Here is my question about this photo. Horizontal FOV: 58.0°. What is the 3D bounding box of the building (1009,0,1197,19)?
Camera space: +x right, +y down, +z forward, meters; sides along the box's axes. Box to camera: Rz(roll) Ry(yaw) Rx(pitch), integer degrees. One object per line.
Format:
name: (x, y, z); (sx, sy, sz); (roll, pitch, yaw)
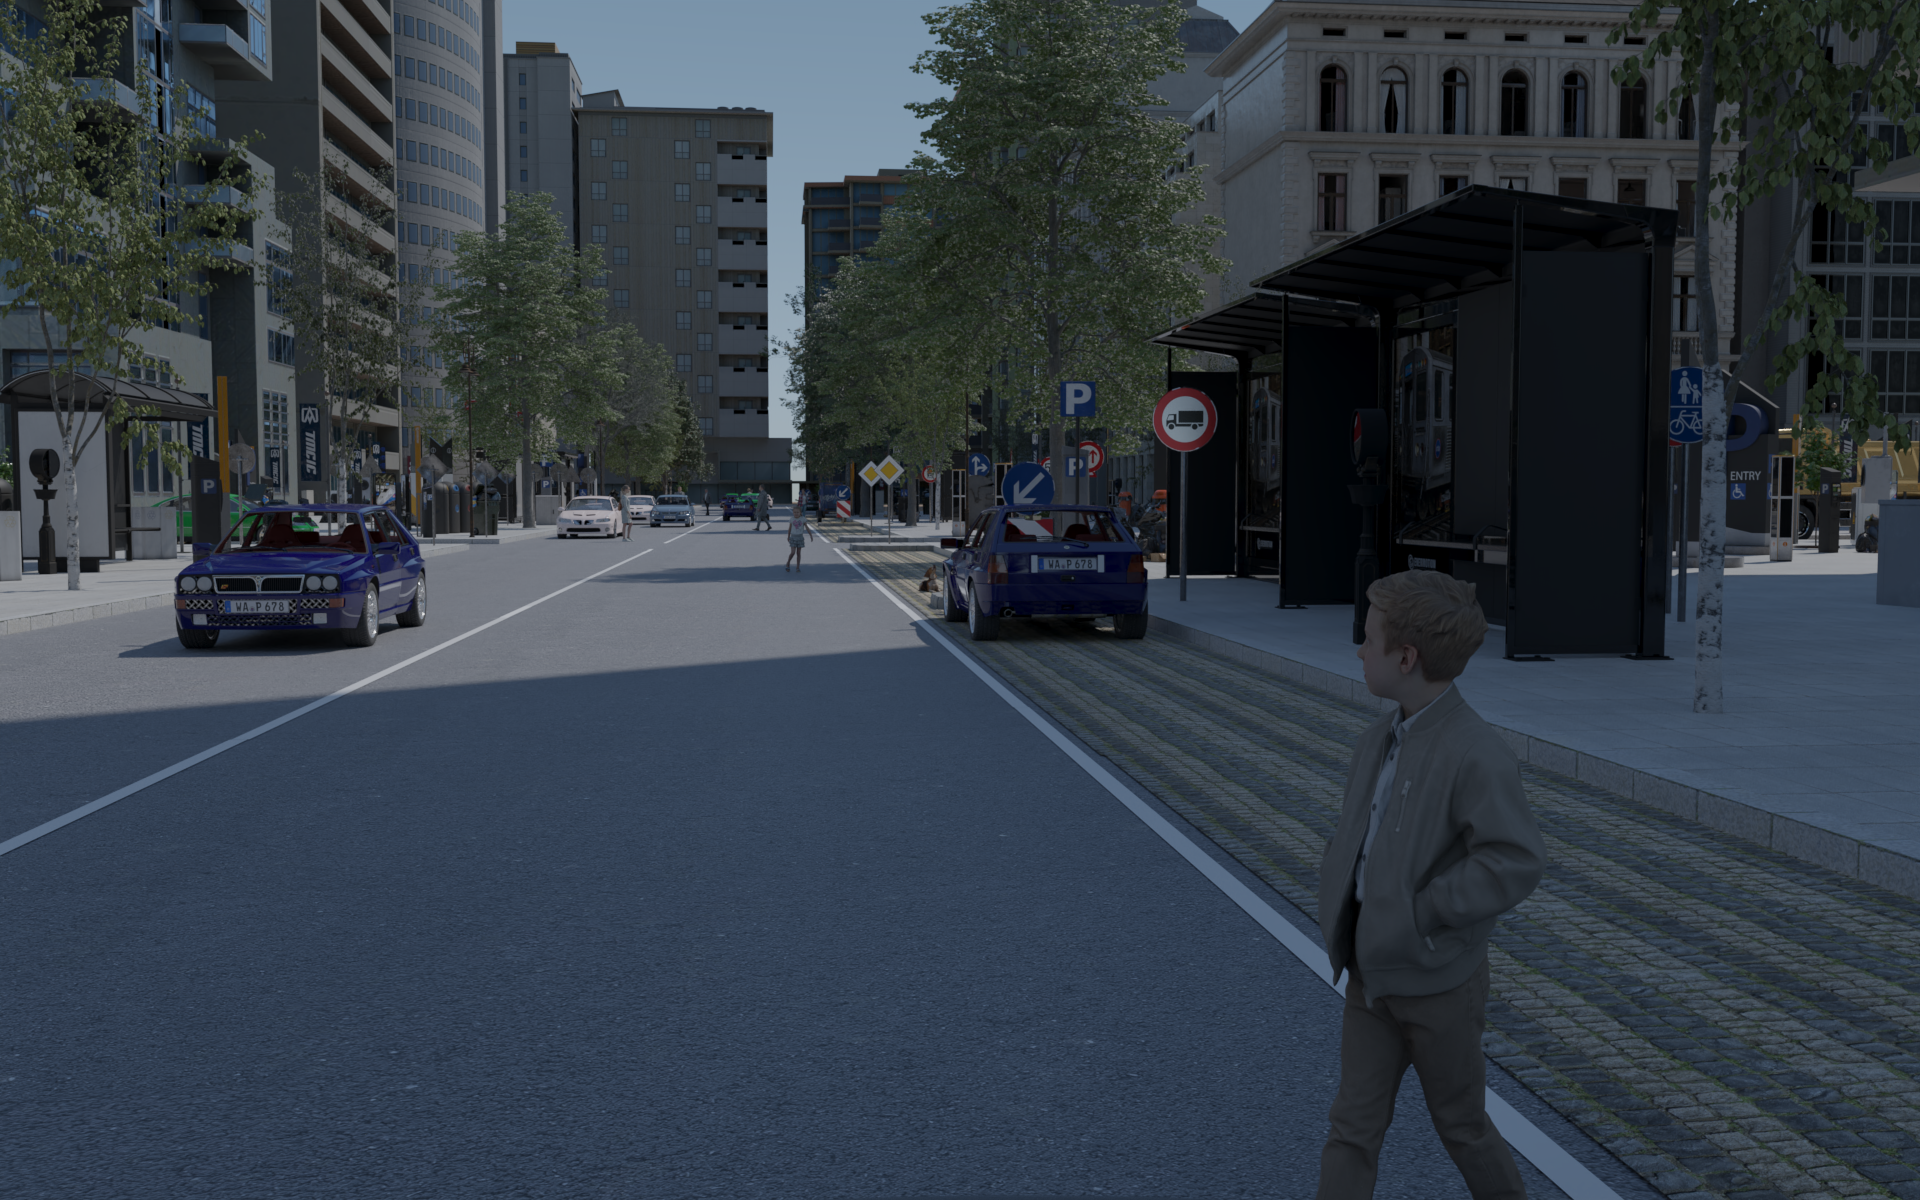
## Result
building: (10.670, -27.912, 139.954); (14.154, 41.232, 14.086); (0, 4, -6)

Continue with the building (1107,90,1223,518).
building: (14.441, -14.450, 91.003); (10.420, 20.320, 16.860); (0, 4, -6)

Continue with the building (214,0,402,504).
building: (-48.857, -29.714, 109.525); (21.300, 48.544, 21.600); (0, 4, -6)

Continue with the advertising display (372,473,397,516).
advertising display: (-17.494, -2.902, 52.665); (0.123, 1.923, 0.974); (1, 4, 20)

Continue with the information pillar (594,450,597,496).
information pillar: (-19.451, -6.181, 92.417); (0.183, 3.616, 0.504); (0, 4, -6)

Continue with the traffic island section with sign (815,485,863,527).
traffic island section with sign: (-5.302, -4.165, 76.720); (1.989, 1.847, 2.006); (0, 4, -6)

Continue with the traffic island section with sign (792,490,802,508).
traffic island section with sign: (-13.659, -8.856, 153.424); (1.989, 1.847, 2.006); (0, 4, -6)

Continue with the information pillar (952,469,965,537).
information pillar: (-0.031, -2.892, 51.780); (0.304, 2.012, 0.304); (2, 4, 33)

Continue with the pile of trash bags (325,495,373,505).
pile of trash bags: (-26.710, -4.092, 76.663); (3.447, 1.369, 1.912); (2, 4, 30)

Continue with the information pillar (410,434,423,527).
information pillar: (-21.183, -4.663, 67.589); (0.504, 3.616, 0.183); (1, 4, 15)

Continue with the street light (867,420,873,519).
street light: (-4.490, -7.013, 87.444); (0.468, 5.910, 1.993); (0, 4, -6)

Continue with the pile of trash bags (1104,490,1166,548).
pile of trash bags: (3.950, -1.683, 37.273); (1.912, 1.369, 3.447); (1, 4, 22)

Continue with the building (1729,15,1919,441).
building: (46.221, -15.819, 77.706); (30.058, 24.678, 14.314); (0, 4, -6)

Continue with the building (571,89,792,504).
building: (-36.843, -39.500, 235.065); (27.495, 52.752, 28.713); (0, 4, -6)

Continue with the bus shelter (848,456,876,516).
bus shelter: (-6.144, -7.061, 106.733); (1.731, 3.624, 6.357); (0, 4, -6)

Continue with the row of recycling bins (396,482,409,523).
row of recycling bins: (-20.328, -3.365, 62.130); (1.069, 1.692, 3.534); (-2, 4, -26)

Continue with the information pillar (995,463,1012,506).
information pillar: (1.040, -2.245, 41.197); (0.304, 2.012, 0.304); (2, 4, 33)

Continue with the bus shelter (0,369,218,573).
bus shelter: (-14.938, -2.252, 30.744); (2.014, 3.302, 5.546); (0, 4, -6)

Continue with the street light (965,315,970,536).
street light: (0.180, -4.343, 43.799); (0.468, 5.910, 1.993); (0, 4, -6)

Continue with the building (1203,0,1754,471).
building: (21.314, -14.940, 73.143); (19.941, 23.489, 11.050); (0, 4, -6)

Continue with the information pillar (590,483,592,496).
information pillar: (-20.186, -5.481, 94.107); (0.304, 2.012, 0.304); (1, 4, 12)

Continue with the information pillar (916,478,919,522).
information pillar: (-2.081, -4.596, 79.631); (0.304, 2.012, 0.304); (3, 5, 43)

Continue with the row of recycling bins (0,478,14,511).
row of recycling bins: (-22.175, -2.052, 40.661); (3.534, 1.692, 1.069); (0, 4, -5)

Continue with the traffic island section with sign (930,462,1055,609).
traffic island section with sign: (0.651, -0.817, 21.987); (1.989, 1.847, 2.006); (0, 4, -6)

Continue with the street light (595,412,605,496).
street light: (-18.533, -7.132, 89.398); (0.468, 5.910, 1.993); (0, 4, -6)

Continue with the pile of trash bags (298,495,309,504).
pile of trash bags: (-37.360, -5.324, 96.793); (1.912, 1.369, 3.447); (-2, 4, -26)

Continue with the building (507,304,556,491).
building: (-56.308, -19.928, 170.869); (28.899, 21.520, 27.650); (0, 4, -6)

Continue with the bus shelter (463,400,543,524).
bus shelter: (-20.150, -6.011, 75.913); (2.179, 5.291, 8.768); (0, 4, -6)

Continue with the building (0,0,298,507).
building: (-43.178, -46.598, 74.544); (22.319, 86.520, 31.000); (0, 4, -6)

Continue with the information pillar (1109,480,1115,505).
information pillar: (7.892, -5.243, 90.217); (0.304, 2.012, 0.304); (3, 4, 36)

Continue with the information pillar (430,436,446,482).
information pillar: (-21.287, -4.834, 70.397); (0.504, 3.616, 0.183); (0, 4, 4)

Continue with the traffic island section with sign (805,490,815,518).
traffic island section with sign: (-8.289, -5.832, 103.987); (1.989, 1.847, 2.006); (0, 4, -6)

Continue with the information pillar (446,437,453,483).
information pillar: (-21.111, -4.893, 71.363); (0.183, 3.616, 0.504); (3, 5, 40)

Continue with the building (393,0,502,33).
building: (-48.681, -36.345, 136.237); (21.231, 58.520, 28.212); (0, 4, -6)

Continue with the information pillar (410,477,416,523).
information pillar: (-23.646, -4.323, 75.177); (0.304, 2.012, 0.304); (3, 5, 41)

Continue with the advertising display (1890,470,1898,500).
advertising display: (24.772, -2.514, 46.325); (0.974, 1.923, 0.123); (-3, 4, -36)

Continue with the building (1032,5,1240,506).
building: (12.455, -20.602, 114.335); (11.434, 29.767, 29.804); (0, 4, -6)

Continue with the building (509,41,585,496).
building: (-64.160, -41.985, 228.458); (28.212, 58.520, 21.231); (0, 4, -6)

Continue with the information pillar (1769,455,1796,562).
information pillar: (15.604, -1.735, 32.864); (0.304, 2.012, 0.304); (0, 4, -2)

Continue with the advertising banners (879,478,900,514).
advertising banners: (-4.379, -6.948, 109.789); (2.074, 3.025, 0.090); (-3, 5, -40)

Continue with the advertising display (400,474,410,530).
advertising display: (-17.833, -3.086, 55.673); (0.123, 1.923, 0.974); (-2, 4, -26)

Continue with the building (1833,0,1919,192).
building: (30.399, -26.263, 18.647); (28.713, 52.752, 27.495); (0, 4, -6)

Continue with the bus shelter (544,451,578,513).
bus shelter: (-20.486, -6.619, 85.858); (2.179, 5.291, 8.768); (0, 4, -6)

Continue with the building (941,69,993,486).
building: (10.804, -31.884, 175.927); (22.147, 44.769, 28.867); (0, 4, -6)

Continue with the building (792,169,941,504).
building: (-8.573, -35.559, 236.009); (28.867, 44.769, 22.147); (0, 4, -6)

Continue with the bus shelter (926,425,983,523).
bus shelter: (-0.460, -6.400, 82.265); (2.179, 5.291, 8.768); (0, 4, -6)

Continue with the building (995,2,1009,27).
building: (16.135, -48.843, 236.829); (20.611, 71.187, 20.563); (0, 4, -6)

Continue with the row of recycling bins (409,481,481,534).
row of recycling bins: (-16.623, -3.043, 56.860); (1.069, 1.692, 3.534); (1, 4, 11)

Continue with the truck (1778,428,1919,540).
truck: (26.275, -3.416, 51.773); (9.791, 3.379, 3.469); (0, 4, -8)

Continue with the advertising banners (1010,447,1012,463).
advertising banners: (2.005, -4.168, 64.342); (0.090, 3.025, 2.074); (0, 4, -5)

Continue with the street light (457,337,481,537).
street light: (-14.447, -4.790, 51.101); (0.468, 5.910, 1.993); (0, 4, -6)
